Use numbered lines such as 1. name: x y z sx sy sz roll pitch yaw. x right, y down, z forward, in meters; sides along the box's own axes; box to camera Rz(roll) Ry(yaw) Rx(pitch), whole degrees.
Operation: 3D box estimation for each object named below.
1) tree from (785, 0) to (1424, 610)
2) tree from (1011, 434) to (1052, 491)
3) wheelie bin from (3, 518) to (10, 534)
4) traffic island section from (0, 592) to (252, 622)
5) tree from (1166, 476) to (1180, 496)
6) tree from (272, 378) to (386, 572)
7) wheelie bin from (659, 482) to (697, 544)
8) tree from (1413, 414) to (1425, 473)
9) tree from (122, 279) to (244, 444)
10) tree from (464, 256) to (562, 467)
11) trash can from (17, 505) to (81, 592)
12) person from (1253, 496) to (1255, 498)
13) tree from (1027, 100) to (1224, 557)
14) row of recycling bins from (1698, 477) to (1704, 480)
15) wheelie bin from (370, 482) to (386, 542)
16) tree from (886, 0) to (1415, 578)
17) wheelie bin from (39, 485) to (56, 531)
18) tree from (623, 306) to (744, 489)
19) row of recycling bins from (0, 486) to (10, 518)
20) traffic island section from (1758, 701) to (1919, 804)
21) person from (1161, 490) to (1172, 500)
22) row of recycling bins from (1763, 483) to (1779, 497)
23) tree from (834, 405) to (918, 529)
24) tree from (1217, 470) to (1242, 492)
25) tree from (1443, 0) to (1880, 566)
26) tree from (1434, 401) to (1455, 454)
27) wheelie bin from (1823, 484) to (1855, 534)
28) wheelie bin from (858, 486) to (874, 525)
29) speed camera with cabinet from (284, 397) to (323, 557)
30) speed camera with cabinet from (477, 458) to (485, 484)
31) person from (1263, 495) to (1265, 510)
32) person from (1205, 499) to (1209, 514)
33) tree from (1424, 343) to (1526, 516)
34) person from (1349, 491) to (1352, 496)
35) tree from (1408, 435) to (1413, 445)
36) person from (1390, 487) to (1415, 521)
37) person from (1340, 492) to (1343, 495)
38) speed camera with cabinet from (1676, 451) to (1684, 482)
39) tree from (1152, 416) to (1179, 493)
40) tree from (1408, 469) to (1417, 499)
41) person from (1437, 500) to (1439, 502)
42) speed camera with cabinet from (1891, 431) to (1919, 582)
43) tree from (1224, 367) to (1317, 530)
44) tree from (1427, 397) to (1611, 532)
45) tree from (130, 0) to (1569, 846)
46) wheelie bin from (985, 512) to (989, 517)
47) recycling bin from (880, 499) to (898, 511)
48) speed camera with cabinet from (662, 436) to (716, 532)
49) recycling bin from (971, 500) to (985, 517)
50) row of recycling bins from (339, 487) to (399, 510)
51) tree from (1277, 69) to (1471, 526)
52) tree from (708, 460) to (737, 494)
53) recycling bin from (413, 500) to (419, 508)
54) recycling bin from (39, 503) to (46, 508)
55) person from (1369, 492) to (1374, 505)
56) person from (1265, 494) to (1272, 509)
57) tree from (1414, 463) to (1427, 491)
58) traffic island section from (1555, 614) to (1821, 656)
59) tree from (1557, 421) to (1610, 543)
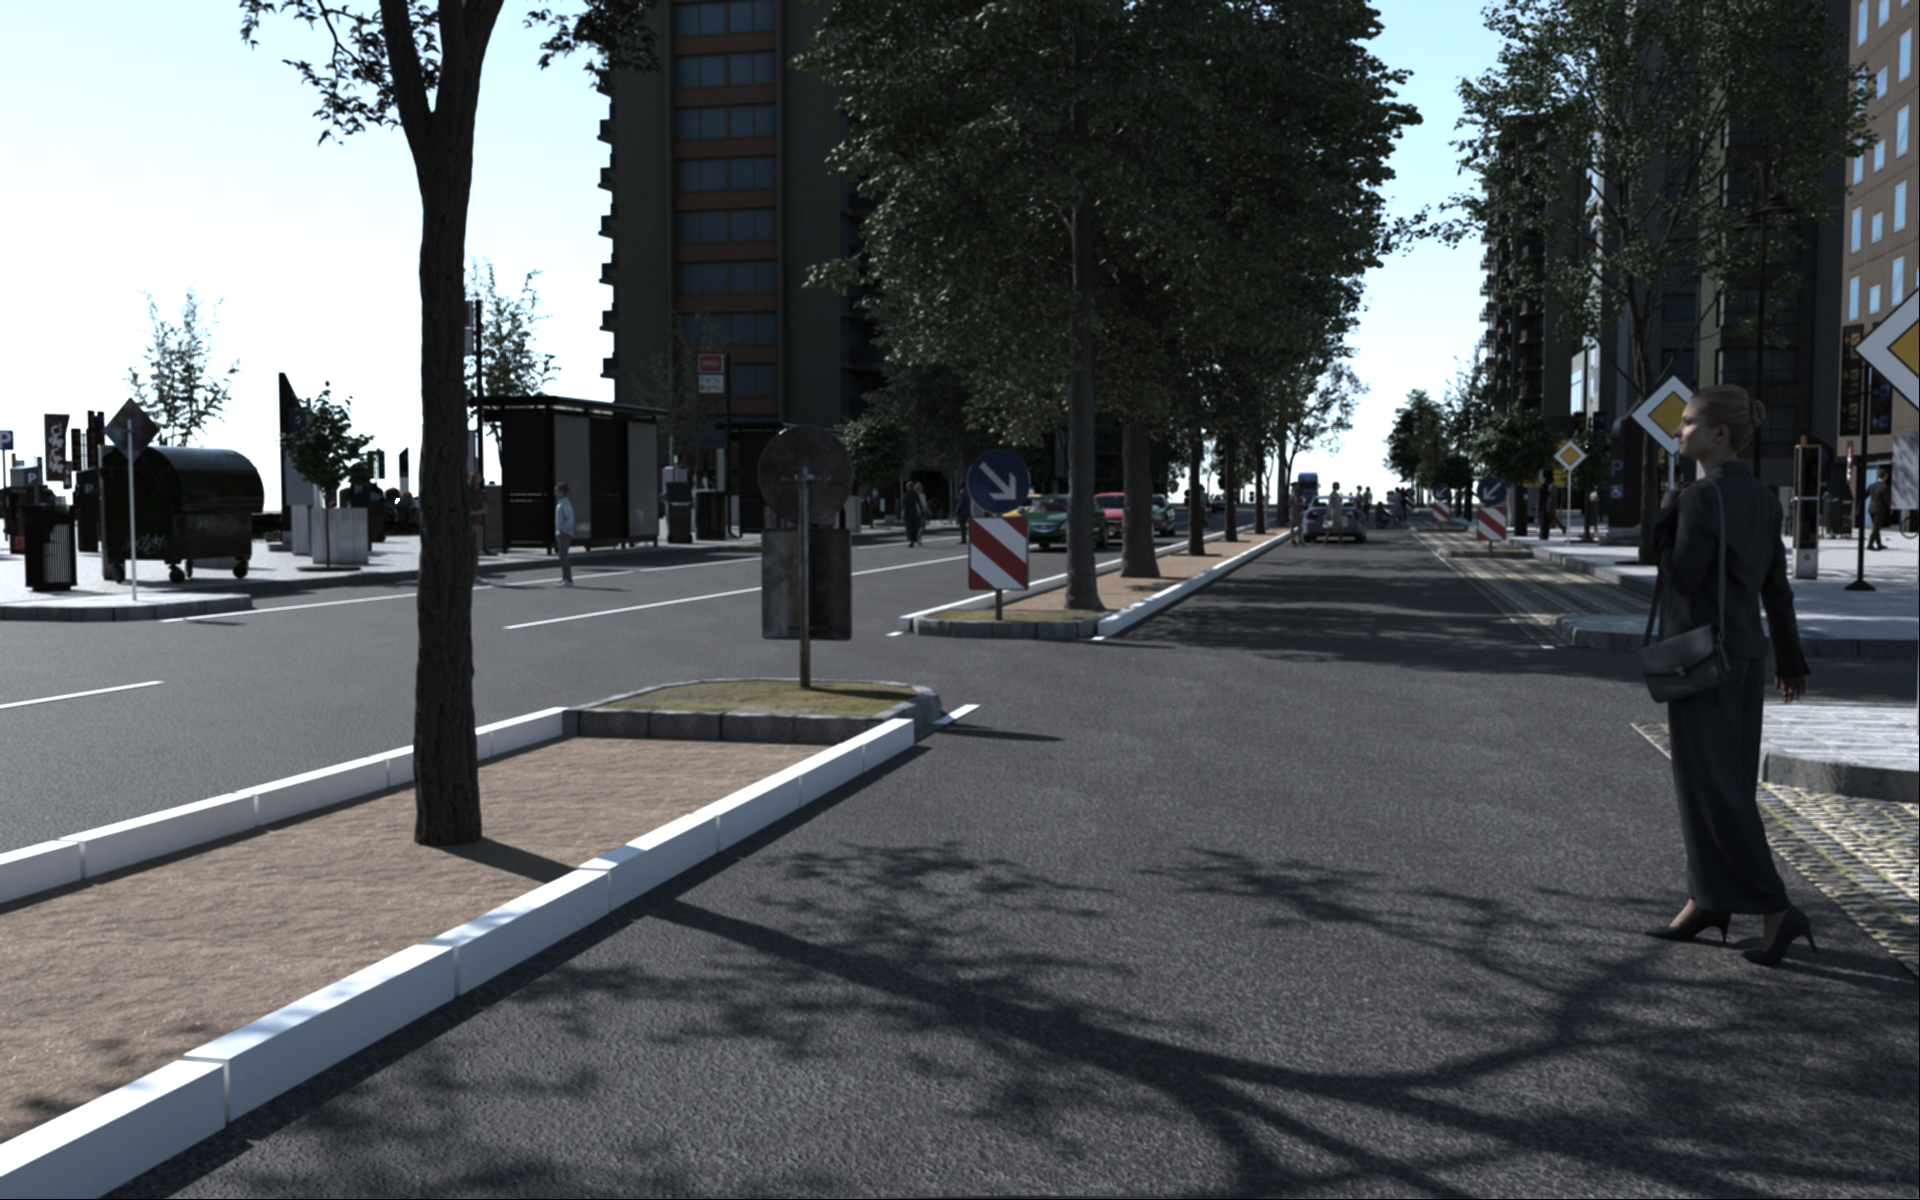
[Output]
1. tree: 1.516 -6.121 20.669 7.486 12.596 7.792 0 3 0
2. tree: 3.170 -6.364 87.759 4.285 4.588 4.351 0 3 0
3. wheelie bin: -30.157 -2.900 55.330 0.693 1.594 0.980 -1 4 -13
4. traffic island section: -10.002 0.082 20.947 2.009 0.180 2.903 1 4 13
5. tree: 19.347 -10.022 158.458 1.663 3.219 1.824 0 3 0
6. tree: -10.495 -2.108 29.069 1.663 3.219 1.824 0 3 0
7. wheelie bin: -7.351 -2.271 45.036 0.980 1.594 0.693 -1 4 -18
8. tree: 30.072 -9.262 101.800 4.737 8.622 4.395 0 3 0
9. tree: -27.041 -6.704 59.965 4.360 8.622 3.978 0 3 0
10. tree: -14.109 -6.287 53.147 4.737 8.622 4.395 0 3 0
11. trash can: -12.067 -0.692 22.974 0.748 1.137 0.748 0 3 0
12. person: 32.156 -10.951 187.691 0.705 1.807 1.348 3 5 40
13. tree: 5.369 -6.821 39.733 9.928 11.665 9.643 0 3 0
14. row of recycling bins: 17.214 -1.963 39.208 1.069 1.692 3.534 2 4 32
15. wheelie bin: -15.856 -2.359 46.483 0.980 1.594 0.693 2 4 33
16. tree: 3.070 -7.348 29.254 9.857 13.997 8.962 0 3 0
17. wheelie bin: -31.148 -3.114 58.824 0.693 1.594 0.980 1 4 9
18. tree: -10.542 -7.146 67.194 4.360 8.622 3.978 0 3 0
19. row of recycling bins: -49.849 -5.143 91.200 3.534 1.692 1.069 1 4 15
20. traffic island section: 5.150 0.801 9.192 2.009 0.180 2.903 1 4 13
21. person: 14.453 -6.936 122.689 1.217 1.735 0.721 1 4 16
22. row of recycling bins: 27.860 -3.327 61.507 3.534 1.692 1.069 -2 4 -33
23. tree: -3.186 -4.901 63.839 4.285 4.588 4.351 0 3 0
24. tree: 33.460 -14.181 215.573 4.285 4.588 4.351 0 3 0
25. tree: 12.389 -6.449 31.192 9.928 11.665 9.643 0 3 0
26. tree: 49.278 -16.327 185.080 7.486 12.596 7.792 0 3 0
27. wheelie bin: 28.240 -2.926 55.751 0.980 1.594 0.693 0 4 -2
28. wheelie bin: -3.969 -3.866 71.124 0.980 1.594 0.693 2 4 34
29. speed camera with cabinet: -13.669 -2.553 36.085 0.660 3.252 2.038 -1 4 -15
30. speed camera with cabinet: -27.134 -6.159 95.036 2.038 3.252 0.660 -1 4 -22
31. person: 27.663 -8.930 157.735 0.697 1.427 0.421 -3 4 -38
32. person: 17.844 -7.032 126.654 0.799 1.438 0.628 -2 4 -30
33. tree: 25.430 -8.157 83.734 4.737 8.622 4.395 0 3 0
34. person: 48.553 -12.614 215.190 0.568 1.767 0.683 -3 5 -41
35. tree: 40.898 -12.224 150.224 4.737 8.622 4.395 0 3 0
36. person: 23.773 -5.170 93.039 1.348 1.822 0.705 2 4 29
37. person: 50.828 -13.581 231.284 1.217 1.736 0.721 -2 4 -34
38. speed camera with cabinet: 31.004 -5.009 76.237 0.660 3.252 2.038 -1 4 -10
39. tree: 17.642 -12.268 150.938 4.737 8.622 4.395 0 3 0
40. tree: 60.643 -17.107 230.057 4.360 8.622 3.978 0 3 0
41. person: 66.669 -14.333 241.120 0.721 1.736 1.217 0 4 5
42. speed camera with cabinet: 14.869 -1.916 25.655 2.038 3.252 0.660 -1 4 -13
43. tree: 12.123 -7.068 68.383 4.737 8.622 4.395 0 3 0
44. tree: 18.896 -4.598 58.896 4.285 4.588 4.351 0 3 0
45. tree: -2.212 -4.258 6.483 8.767 10.594 7.601 1 4 13
46. wheelie bin: 1.399 -4.659 84.088 0.693 1.594 0.980 1 4 21
47. recycling bin: -3.953 -5.122 96.298 0.722 1.027 0.722 -3 5 -44
48. speed camera with cabinet: -9.182 -3.964 59.145 2.038 3.252 0.660 2 4 29
49. recycling bin: 0.654 -4.107 79.700 0.722 1.027 0.722 -3 4 -39
50. row of recycling bins: -35.023 -5.847 102.716 3.534 1.692 1.069 -3 4 -39
51. tree: 15.461 -13.327 76.244 12.611 20.169 13.585 0 3 0
52. tree: -12.903 -6.205 96.059 1.663 3.219 1.824 0 3 0
53. recycling bin: -24.768 -4.087 79.382 0.722 1.027 0.722 3 5 43
54. recycling bin: -25.863 -2.179 48.183 0.722 1.027 0.722 -3 5 -42
55. person: 52.169 -12.863 219.533 0.721 1.743 1.217 -1 4 -14
56. person: 29.841 -9.774 167.938 0.705 1.869 1.348 -1 4 -21
57. tree: 35.048 -8.468 122.164 4.285 4.588 4.351 0 3 0
58. traffic island section: 6.977 0.325 16.966 2.009 0.180 2.903 1 4 13
59. tree: 16.691 -3.131 45.795 1.663 3.219 1.824 0 3 0
